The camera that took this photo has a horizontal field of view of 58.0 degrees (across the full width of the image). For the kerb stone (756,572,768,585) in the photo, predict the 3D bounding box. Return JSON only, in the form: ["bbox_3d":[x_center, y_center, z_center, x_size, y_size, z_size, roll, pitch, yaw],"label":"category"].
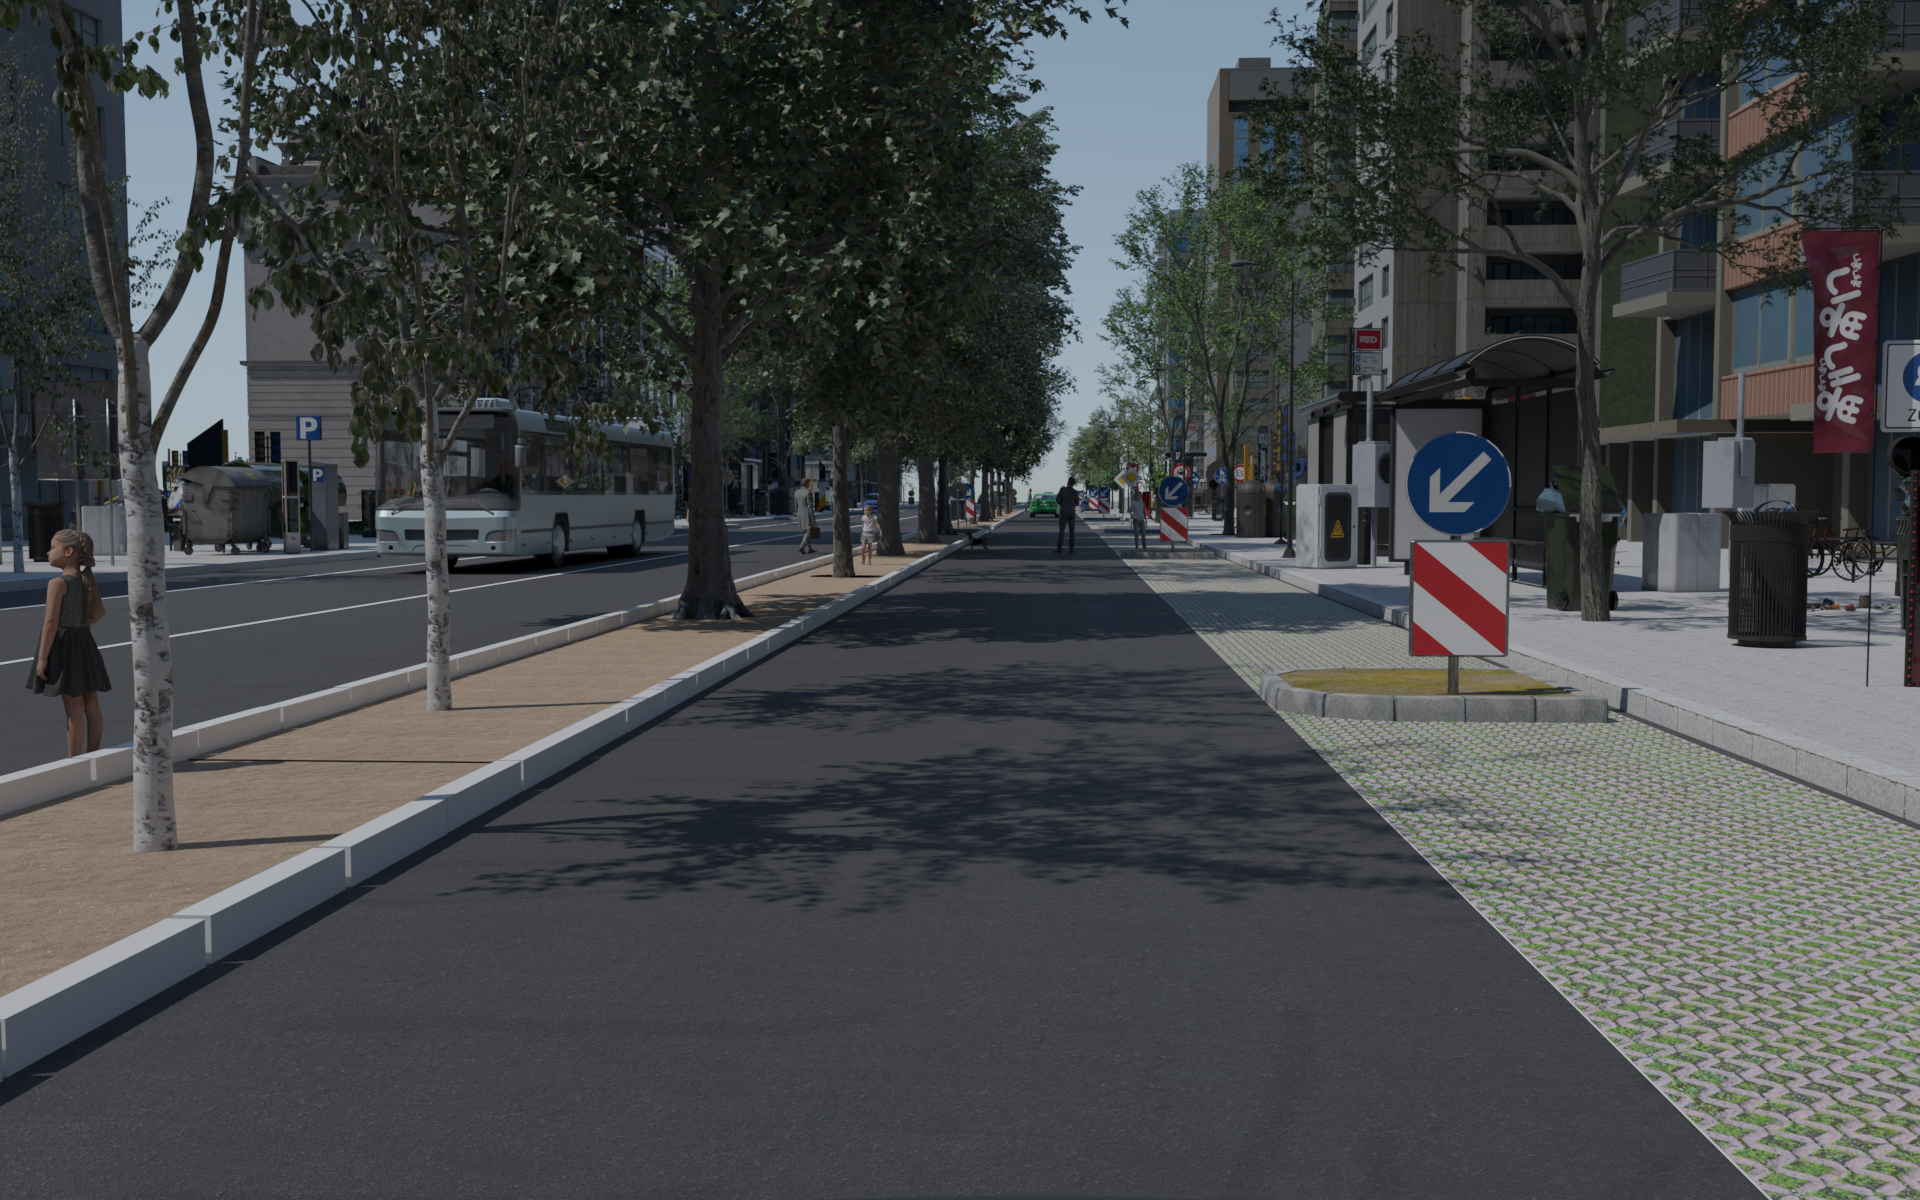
[{"bbox_3d":[-3.212,-0.317,27.372,0.120,0.150,1.000,0,4,3],"label":"kerb stone"}]

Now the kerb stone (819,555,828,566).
[{"bbox_3d":[-2.807,-0.754,34.527,0.120,0.150,1.000,0,4,3],"label":"kerb stone"}]

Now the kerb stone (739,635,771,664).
[{"bbox_3d":[-1.803,0.445,14.987,0.120,0.150,1.000,0,4,3],"label":"kerb stone"}]

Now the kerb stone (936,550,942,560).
[{"bbox_3d":[-0.539,-0.930,37.498,0.120,0.150,1.000,0,4,3],"label":"kerb stone"}]

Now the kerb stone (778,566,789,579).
[{"bbox_3d":[-3.090,-0.442,29.420,0.120,0.150,1.000,0,4,3],"label":"kerb stone"}]

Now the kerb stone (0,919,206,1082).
[{"bbox_3d":[-2.373,1.071,4.750,0.120,0.150,1.000,0,4,3],"label":"kerb stone"}]

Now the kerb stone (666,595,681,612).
[{"bbox_3d":[-3.556,0.062,21.220,0.120,0.150,1.000,0,4,3],"label":"kerb stone"}]

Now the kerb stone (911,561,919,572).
[{"bbox_3d":[-0.890,-0.561,31.363,0.120,0.150,1.000,0,4,3],"label":"kerb stone"}]

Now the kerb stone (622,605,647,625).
[{"bbox_3d":[-3.672,0.188,19.173,0.120,0.150,1.000,0,4,3],"label":"kerb stone"}]

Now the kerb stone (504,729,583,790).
[{"bbox_3d":[-2.138,0.816,8.857,0.120,0.150,1.000,0,4,3],"label":"kerb stone"}]

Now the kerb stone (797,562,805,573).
[{"bbox_3d":[-2.987,-0.563,31.466,0.120,0.150,1.000,0,4,3],"label":"kerb stone"}]

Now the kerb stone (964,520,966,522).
[{"bbox_3d":[0.128,-3.979,87.251,0.120,0.150,1.000,0,4,3],"label":"kerb stone"}]

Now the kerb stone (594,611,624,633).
[{"bbox_3d":[-3.730,0.248,18.144,0.120,0.150,1.000,0,4,3],"label":"kerb stone"}]

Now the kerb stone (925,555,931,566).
[{"bbox_3d":[-0.724,-0.748,34.425,0.120,0.150,1.000,0,4,3],"label":"kerb stone"}]

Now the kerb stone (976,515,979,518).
[{"bbox_3d":[1.260,-5.225,107.723,0.120,0.150,1.000,0,4,3],"label":"kerb stone"}]

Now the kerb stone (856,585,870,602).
[{"bbox_3d":[-1.346,-0.060,23.176,0.120,0.150,1.000,0,4,3],"label":"kerb stone"}]

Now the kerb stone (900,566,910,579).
[{"bbox_3d":[-0.995,-0.429,29.315,0.120,0.150,1.000,0,4,3],"label":"kerb stone"}]

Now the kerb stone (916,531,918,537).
[{"bbox_3d":[-1.569,-2.129,57.059,0.120,0.150,1.000,0,4,3],"label":"kerb stone"}]

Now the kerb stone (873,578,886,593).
[{"bbox_3d":[-1.227,-0.185,25.217,0.120,0.150,1.000,0,4,3],"label":"kerb stone"}]

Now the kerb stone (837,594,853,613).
[{"bbox_3d":[-1.456,0.065,21.129,0.120,0.150,1.000,0,4,3],"label":"kerb stone"}]

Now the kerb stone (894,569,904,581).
[{"bbox_3d":[-1.063,-0.373,28.295,0.120,0.150,1.000,0,4,3],"label":"kerb stone"}]

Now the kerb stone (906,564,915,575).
[{"bbox_3d":[-0.942,-0.498,30.336,0.120,0.150,1.000,0,4,3],"label":"kerb stone"}]

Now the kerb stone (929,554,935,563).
[{"bbox_3d":[-0.664,-0.811,35.456,0.120,0.150,1.000,0,4,3],"label":"kerb stone"}]

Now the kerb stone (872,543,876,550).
[{"bbox_3d":[-2.299,-1.317,43.730,0.120,0.150,1.000,0,4,3],"label":"kerb stone"}]

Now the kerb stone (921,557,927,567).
[{"bbox_3d":[-0.780,-0.686,33.405,0.120,0.150,1.000,0,4,3],"label":"kerb stone"}]

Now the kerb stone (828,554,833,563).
[{"bbox_3d":[-2.757,-0.817,35.548,0.120,0.150,1.000,0,4,3],"label":"kerb stone"}]

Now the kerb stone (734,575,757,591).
[{"bbox_3d":[-3.271,-0.254,26.342,0.120,0.150,1.000,0,4,3],"label":"kerb stone"}]

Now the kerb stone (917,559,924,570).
[{"bbox_3d":[-0.827,-0.623,32.383,0.120,0.150,1.000,0,4,3],"label":"kerb stone"}]

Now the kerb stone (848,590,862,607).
[{"bbox_3d":[-1.402,0.006,22.150,0.120,0.150,1.000,0,4,3],"label":"kerb stone"}]

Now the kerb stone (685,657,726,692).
[{"bbox_3d":[-1.920,0.567,12.943,0.120,0.150,1.000,0,4,3],"label":"kerb stone"}]

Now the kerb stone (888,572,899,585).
[{"bbox_3d":[-1.111,-0.310,27.272,0.120,0.150,1.000,0,4,3],"label":"kerb stone"}]

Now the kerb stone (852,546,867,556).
[{"bbox_3d":[-2.413,-1.192,41.689,0.120,0.150,1.000,0,4,3],"label":"kerb stone"}]

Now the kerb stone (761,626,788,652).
[{"bbox_3d":[-1.747,0.378,16.014,0.120,0.150,1.000,0,4,3],"label":"kerb stone"}]

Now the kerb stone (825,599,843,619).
[{"bbox_3d":[-1.513,0.128,20.107,0.120,0.150,1.000,0,4,3],"label":"kerb stone"}]

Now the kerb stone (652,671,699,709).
[{"bbox_3d":[-1.976,0.630,11.922,0.120,0.150,1.000,0,4,3],"label":"kerb stone"}]

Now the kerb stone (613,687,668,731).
[{"bbox_3d":[-2.029,0.695,10.902,0.120,0.150,1.000,0,4,3],"label":"kerb stone"}]

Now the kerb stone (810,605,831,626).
[{"bbox_3d":[-1.570,0.191,19.080,0.120,0.150,1.000,0,4,3],"label":"kerb stone"}]

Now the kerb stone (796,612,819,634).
[{"bbox_3d":[-1.629,0.256,18.059,0.120,0.150,1.000,0,4,3],"label":"kerb stone"}]

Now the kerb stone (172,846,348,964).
[{"bbox_3d":[-2.314,1.005,5.780,0.120,0.150,1.000,0,4,3],"label":"kerb stone"}]

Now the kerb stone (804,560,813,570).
[{"bbox_3d":[-2.932,-0.629,32.486,0.120,0.150,1.000,0,4,3],"label":"kerb stone"}]

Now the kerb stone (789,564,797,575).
[{"bbox_3d":[-3.038,-0.504,30.442,0.120,0.150,1.000,0,4,3],"label":"kerb stone"}]

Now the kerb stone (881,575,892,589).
[{"bbox_3d":[-1.172,-0.246,26.243,0.120,0.150,1.000,0,4,3],"label":"kerb stone"}]

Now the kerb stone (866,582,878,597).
[{"bbox_3d":[-1.289,-0.122,24.196,0.120,0.150,1.000,0,4,3],"label":"kerb stone"}]

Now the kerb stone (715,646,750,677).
[{"bbox_3d":[-1.863,0.507,13.964,0.120,0.150,1.000,0,4,3],"label":"kerb stone"}]

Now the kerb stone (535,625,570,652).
[{"bbox_3d":[-3.844,0.373,16.090,0.120,0.150,1.000,0,4,3],"label":"kerb stone"}]

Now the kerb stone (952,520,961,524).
[{"bbox_3d":[-0.152,-3.666,82.140,0.120,0.150,1.000,0,4,3],"label":"kerb stone"}]

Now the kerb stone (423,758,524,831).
[{"bbox_3d":[-2.198,0.879,7.831,0.120,0.150,1.000,0,4,3],"label":"kerb stone"}]

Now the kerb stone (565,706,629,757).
[{"bbox_3d":[-2.089,0.757,9.881,0.120,0.150,1.000,0,4,3],"label":"kerb stone"}]

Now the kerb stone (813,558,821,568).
[{"bbox_3d":[-2.872,-0.687,33.507,0.120,0.150,1.000,0,4,3],"label":"kerb stone"}]

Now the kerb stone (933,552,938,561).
[{"bbox_3d":[-0.607,-0.873,36.476,0.120,0.150,1.000,0,4,3],"label":"kerb stone"}]

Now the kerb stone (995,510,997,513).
[{"bbox_3d":[3.155,-7.298,141.521,0.120,0.150,1.000,0,4,3],"label":"kerb stone"}]

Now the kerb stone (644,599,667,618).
[{"bbox_3d":[-3.615,0.124,20.199,0.120,0.150,1.000,0,4,3],"label":"kerb stone"}]

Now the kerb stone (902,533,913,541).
[{"bbox_3d":[-1.674,-2.004,55.003,0.120,0.150,1.000,0,4,3],"label":"kerb stone"}]

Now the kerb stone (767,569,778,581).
[{"bbox_3d":[-3.166,-0.377,28.397,0.120,0.150,1.000,0,4,3],"label":"kerb stone"}]

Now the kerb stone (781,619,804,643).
[{"bbox_3d":[-1.688,0.320,17.037,0.120,0.150,1.000,0,4,3],"label":"kerb stone"}]

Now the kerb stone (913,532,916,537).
[{"bbox_3d":[-1.610,-2.070,56.036,0.120,0.150,1.000,0,4,3],"label":"kerb stone"}]

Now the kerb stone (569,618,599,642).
[{"bbox_3d":[-3.784,0.310,17.123,0.120,0.150,1.000,0,4,3],"label":"kerb stone"}]

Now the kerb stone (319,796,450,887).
[{"bbox_3d":[-2.250,0.941,6.810,0.120,0.150,1.000,0,4,3],"label":"kerb stone"}]
